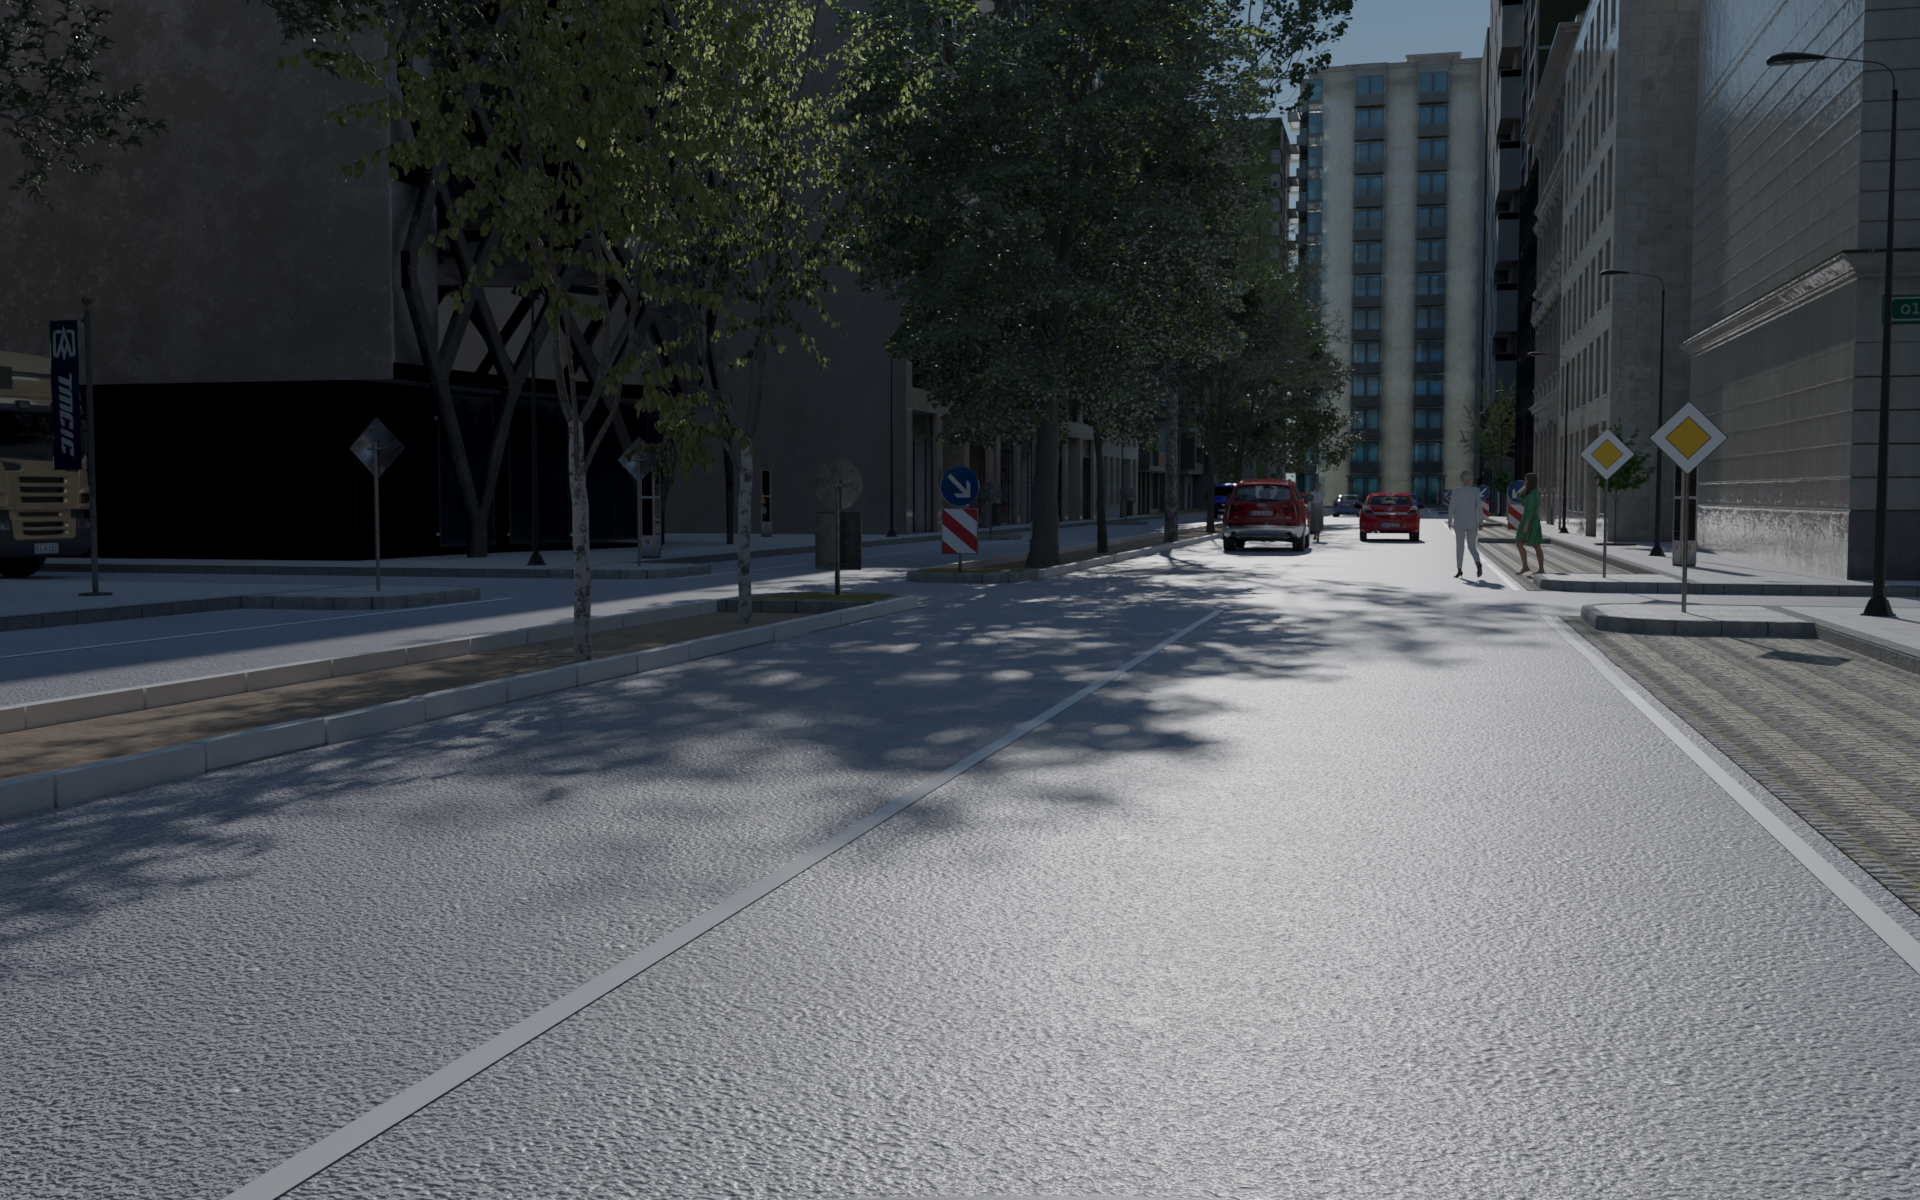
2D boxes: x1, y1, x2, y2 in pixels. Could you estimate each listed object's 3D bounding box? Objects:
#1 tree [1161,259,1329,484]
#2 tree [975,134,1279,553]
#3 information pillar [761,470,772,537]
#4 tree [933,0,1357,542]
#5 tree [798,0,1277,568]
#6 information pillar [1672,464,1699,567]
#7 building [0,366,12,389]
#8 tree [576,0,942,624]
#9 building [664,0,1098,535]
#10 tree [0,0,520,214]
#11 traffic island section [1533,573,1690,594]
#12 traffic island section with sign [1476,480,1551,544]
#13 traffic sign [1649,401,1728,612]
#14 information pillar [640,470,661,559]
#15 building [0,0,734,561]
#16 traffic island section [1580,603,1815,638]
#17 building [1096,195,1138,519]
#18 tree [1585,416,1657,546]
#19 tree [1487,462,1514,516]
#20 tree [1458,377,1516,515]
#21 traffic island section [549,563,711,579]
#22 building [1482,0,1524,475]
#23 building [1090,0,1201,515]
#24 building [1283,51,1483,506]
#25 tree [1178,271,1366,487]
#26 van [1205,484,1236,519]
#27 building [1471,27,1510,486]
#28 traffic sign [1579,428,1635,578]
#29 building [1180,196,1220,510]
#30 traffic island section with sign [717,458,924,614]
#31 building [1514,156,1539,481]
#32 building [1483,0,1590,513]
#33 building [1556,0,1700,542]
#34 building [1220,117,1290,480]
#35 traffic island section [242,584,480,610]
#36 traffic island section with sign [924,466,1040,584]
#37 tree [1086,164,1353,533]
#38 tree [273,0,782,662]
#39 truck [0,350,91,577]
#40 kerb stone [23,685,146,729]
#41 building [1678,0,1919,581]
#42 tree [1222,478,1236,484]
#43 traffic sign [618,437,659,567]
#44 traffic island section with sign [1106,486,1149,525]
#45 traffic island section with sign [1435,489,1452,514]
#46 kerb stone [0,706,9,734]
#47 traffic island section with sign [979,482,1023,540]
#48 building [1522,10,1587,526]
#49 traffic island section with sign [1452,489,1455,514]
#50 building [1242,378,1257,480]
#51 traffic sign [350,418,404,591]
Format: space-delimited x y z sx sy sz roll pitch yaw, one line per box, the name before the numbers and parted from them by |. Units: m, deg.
tree | 12.278 -9.020 75.689 9.928 11.665 9.643 0 3 0
tree | 3.563 -6.428 41.964 8.767 10.594 7.601 1 4 15
information pillar | -5.796 -2.897 51.861 0.304 2.012 0.304 0 4 0
tree | 5.279 -11.829 51.752 12.611 20.169 13.585 0 3 0
tree | 1.629 -7.593 33.257 9.857 13.997 8.962 0 3 0
information pillar | 12.877 -1.605 30.741 0.304 2.012 0.304 0 4 -5
building | -29.507 -22.076 15.567 28.867 44.769 22.147 1 4 15
tree | -2.322 -4.050 19.037 4.360 8.622 3.978 0 3 0
building | -6.707 -16.397 72.610 19.350 26.468 34.151 1 4 15
tree | -5.134 -4.365 8.240 8.767 10.594 7.601 1 4 15
traffic island section | 9.891 -0.260 26.539 2.009 0.180 2.903 1 4 15
traffic island section with sign | 16.221 -2.577 50.766 1.989 1.847 2.006 1 4 15
traffic sign | 7.854 -0.923 18.739 0.795 2.450 0.064 1 4 15
information pillar | -6.174 -1.838 34.544 0.304 2.012 0.304 1 4 16
building | -14.444 -10.671 41.919 16.820 18.784 16.811 1 4 15
traffic island section | 7.879 0.212 18.810 2.009 0.180 2.903 1 4 15
building | 3.546 -14.794 96.638 10.420 20.320 16.860 1 4 15
tree | 16.346 -2.969 43.140 1.663 3.219 1.824 0 3 0
tree | 32.425 -6.633 103.055 1.663 3.219 1.824 0 3 0
tree | 33.513 -9.663 108.352 4.737 8.622 4.395 0 3 0
traffic island section | -5.682 -0.508 30.583 2.009 0.180 2.903 1 4 15
building | 57.157 -33.701 140.250 28.713 52.752 27.495 1 4 15
building | 4.678 -28.450 119.786 22.147 44.769 28.867 1 4 15
building | 51.706 -34.949 191.021 30.456 49.044 23.786 1 4 15
tree | 15.512 -10.265 87.293 9.611 12.733 9.660 0 3 0
van | 15.380 -5.827 99.658 2.240 2.365 5.245 1 4 14
building | 56.020 -31.343 162.575 14.600 45.320 14.200 1 4 15
traffic sign | 9.866 -1.396 26.468 0.795 2.450 0.064 1 4 15
building | 13.332 -22.534 140.137 14.160 30.474 14.107 1 4 15
traffic island section with sign | -1.719 -0.820 21.548 2.006 1.907 1.989 1 4 15
building | 35.461 -15.840 88.662 12.332 23.373 15.834 1 4 15
building | 47.034 -41.510 116.938 20.563 71.187 20.611 1 4 15
building | 24.573 -12.117 52.871 10.420 20.320 16.860 1 4 15
building | 29.066 -31.137 192.682 14.086 41.232 14.154 1 4 15
traffic island section | -7.694 -0.035 22.855 2.009 0.180 2.903 1 4 15
traffic island section with sign | 0.157 -1.259 28.715 2.006 1.907 1.989 1 4 15
tree | 9.334 -9.247 64.013 12.009 13.543 11.850 0 3 0
tree | -3.236 -3.759 14.272 4.737 8.622 4.395 0 3 0
truck | -19.964 -2.510 29.951 11.283 4.237 2.839 1 4 15
kerb stone | -5.581 0.686 10.980 0.120 0.150 1.000 1 4 15
building | 35.950 -15.335 27.149 44.131 29.872 17.030 1 4 15
tree | 22.551 -10.138 149.468 4.285 4.588 4.351 0 3 0
traffic sign | -5.657 -1.644 30.515 0.795 2.450 0.064 1 4 15
traffic island section with sign | 7.749 -4.416 80.835 1.989 1.847 2.006 1 4 15
traffic island section with sign | 35.625 -7.138 125.340 1.989 1.847 2.006 1 4 15
kerb stone | -5.831 0.747 9.989 0.120 0.150 1.000 1 4 15
traffic island section with sign | 0.902 -2.808 54.541 1.989 1.847 2.006 1 4 15
building | 29.681 -14.368 71.077 11.583 22.565 21.152 1 4 15
traffic island section with sign | 23.011 -4.173 76.855 1.989 1.847 2.006 1 4 15
building | 13.225 -19.812 168.973 28.899 21.520 27.650 1 4 15
traffic sign | -7.669 -1.171 22.787 0.795 2.450 0.064 1 4 15
